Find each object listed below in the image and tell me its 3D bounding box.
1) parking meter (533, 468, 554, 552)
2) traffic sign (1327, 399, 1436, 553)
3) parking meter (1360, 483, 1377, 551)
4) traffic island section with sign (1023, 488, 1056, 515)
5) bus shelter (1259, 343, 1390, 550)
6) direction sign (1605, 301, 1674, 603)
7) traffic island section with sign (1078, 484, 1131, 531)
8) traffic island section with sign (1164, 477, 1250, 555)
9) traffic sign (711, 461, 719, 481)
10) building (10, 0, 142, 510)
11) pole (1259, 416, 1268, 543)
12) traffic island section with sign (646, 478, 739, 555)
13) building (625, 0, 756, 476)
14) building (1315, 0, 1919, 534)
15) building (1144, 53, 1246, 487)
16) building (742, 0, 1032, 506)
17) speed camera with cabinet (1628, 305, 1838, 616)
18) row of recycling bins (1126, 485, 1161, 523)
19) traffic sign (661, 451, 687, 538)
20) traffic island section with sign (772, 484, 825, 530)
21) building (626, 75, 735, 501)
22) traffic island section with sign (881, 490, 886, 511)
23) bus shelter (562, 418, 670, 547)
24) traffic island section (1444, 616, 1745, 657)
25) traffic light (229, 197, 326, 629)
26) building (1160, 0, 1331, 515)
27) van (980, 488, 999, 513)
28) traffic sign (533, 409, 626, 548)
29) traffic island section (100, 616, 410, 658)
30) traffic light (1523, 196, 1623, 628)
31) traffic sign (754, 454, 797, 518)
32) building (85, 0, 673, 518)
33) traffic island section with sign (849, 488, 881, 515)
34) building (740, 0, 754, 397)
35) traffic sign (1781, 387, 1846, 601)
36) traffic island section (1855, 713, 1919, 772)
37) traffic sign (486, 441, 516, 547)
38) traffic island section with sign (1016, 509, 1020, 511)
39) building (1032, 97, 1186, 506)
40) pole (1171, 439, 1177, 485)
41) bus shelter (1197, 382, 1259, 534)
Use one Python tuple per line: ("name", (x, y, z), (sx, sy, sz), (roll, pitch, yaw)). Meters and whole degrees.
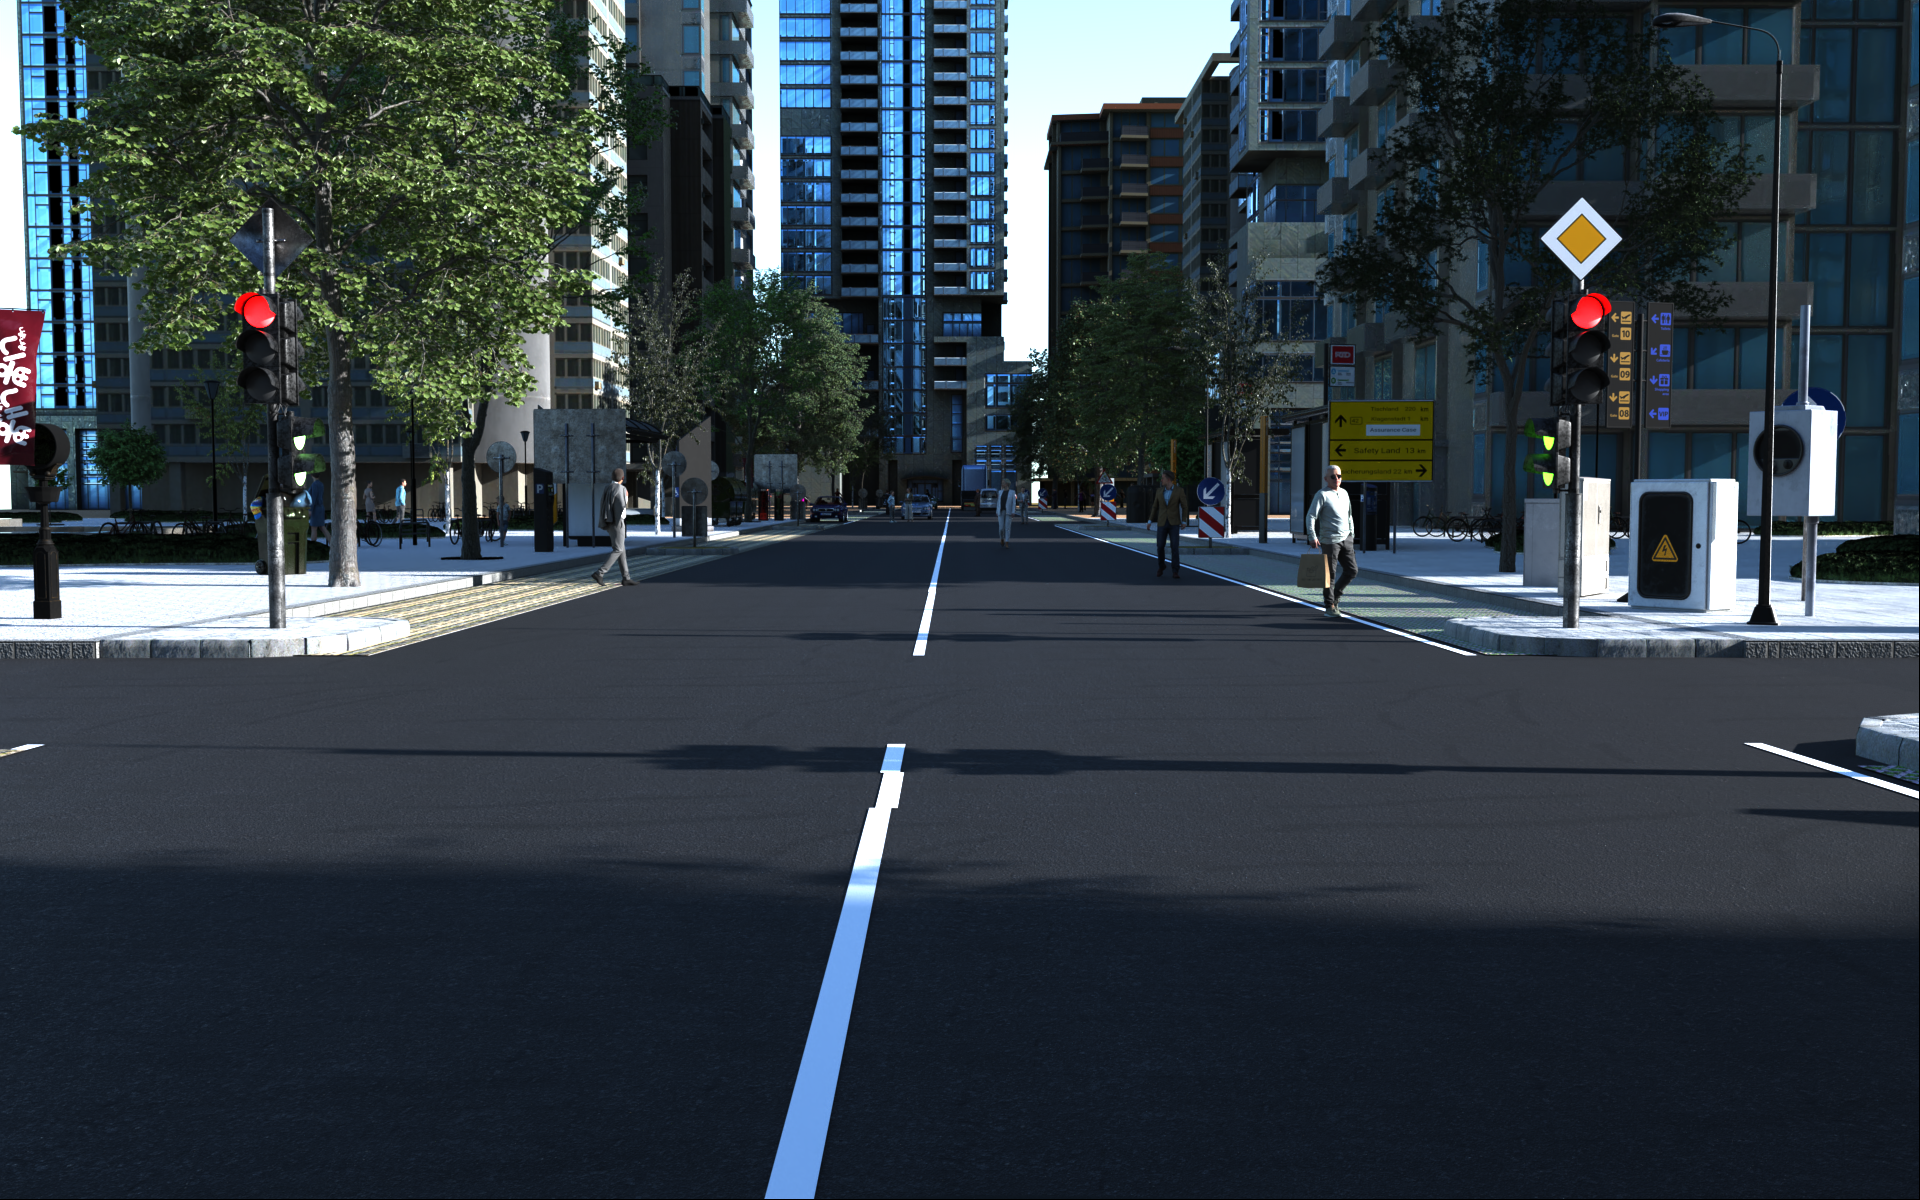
("parking meter", (-9.219, -1.998, 38.384), (0.399, 1.863, 0.255), (1, 4, 22))
("traffic sign", (9.059, -2.657, 37.318), (2.265, 3.308, 0.079), (0, 4, 5))
("parking meter", (9.258, -1.886, 39.247), (0.372, 1.533, 0.369), (0, 3, 0))
("traffic island section with sign", (5.505, -6.713, 118.393), (1.989, 1.847, 2.006), (0, 4, 0))
("bus shelter", (9.533, -4.055, 43.928), (2.179, 5.291, 8.768), (0, 4, 0))
("direction sign", (8.017, -1.743, 20.497), (0.876, 3.537, 0.379), (-1, 4, -15))
("traffic island section with sign", (5.687, -3.661, 68.484), (1.989, 1.847, 2.006), (0, 4, 0))
("traffic island section with sign", (5.799, -2.012, 41.529), (1.989, 1.847, 2.006), (0, 4, 0))
("traffic sign", (-9.582, -4.045, 66.245), (0.768, 2.556, 0.104), (0, 4, 7))
("building", (-63.911, -50.981, 146.202), (31.000, 86.520, 22.319), (0, 4, 0))
("pole", (7.918, -3.138, 45.142), (0.158, 3.312, 0.155), (0, 3, 0))
("traffic island section with sign", (-6.322, -1.992, 41.197), (1.989, 1.847, 2.006), (0, 4, 0))
("building", (-33.183, -32.270, 147.219), (30.456, 49.044, 23.786), (0, 4, 0))
("building", (27.416, -27.582, 70.572), (23.786, 49.044, 30.456), (0, 4, 0))
("building", (31.993, -27.870, 147.562), (32.217, 40.220, 23.993), (0, 4, 0))
("building", (-7.823, -53.831, 192.811), (31.000, 86.520, 22.319), (0, 4, 0))
("speed camera with cabinet", (8.297, -1.489, 18.676), (0.660, 3.252, 2.038), (-3, 4, -36))
("row of recycling bins", (8.395, -4.350, 78.238), (1.069, 1.692, 3.534), (2, 4, 23))
("traffic sign", (-8.433, -3.116, 51.054), (0.768, 2.556, 0.104), (0, 4, 7))
("traffic island section with sign", (-6.422, -3.697, 69.072), (1.989, 1.847, 2.006), (0, 4, 0))
("building", (-24.002, -21.490, 123.069), (14.160, 30.474, 14.107), (0, 4, 0))
("traffic island section with sign", (-6.720, -8.413, 146.184), (1.989, 1.847, 2.006), (0, 4, 0))
("bus shelter", (-8.962, -3.112, 44.799), (2.014, 3.302, 5.546), (0, 4, 0))
("traffic island section", (5.889, 0.345, 16.635), (2.009, 0.180, 2.903), (0, 4, 0))
("traffic light", (-6.512, -1.684, 16.458), (0.839, 4.253, 0.868), (0, 4, 0))
("building", (26.962, -49.276, 118.342), (22.319, 86.520, 31.000), (0, 4, 0))
("van", (2.208, -7.593, 131.161), (2.013, 2.044, 4.112), (0, 4, 1))
("traffic sign", (-9.075, -2.903, 41.339), (2.265, 3.308, 0.079), (0, 4, 6))
("traffic island section", (-6.553, 0.348, 16.593), (2.009, 0.180, 2.903), (0, 4, 0))
("traffic light", (5.849, -1.688, 16.521), (0.839, 4.253, 0.868), (0, 4, 0))
("traffic sign", (-9.385, -5.767, 88.166), (2.265, 3.308, 0.079), (1, 4, 9))
("building", (-33.196, -25.150, 103.091), (32.217, 40.220, 23.993), (0, 4, 0))
("traffic island section with sign", (-6.620, -6.761, 119.163), (1.989, 1.847, 2.006), (0, 4, 0))
("building", (-37.426, -39.800, 192.722), (28.212, 58.520, 21.231), (0, 4, 0))
("traffic sign", (10.148, -1.261, 20.724), (0.768, 2.556, 0.104), (1, 4, 9))
("traffic island section", (5.919, 0.834, 8.650), (2.009, 0.180, 2.903), (0, 4, 0))
("traffic sign", (-11.077, -2.551, 41.816), (0.768, 2.556, 0.104), (1, 4, 9))
("traffic island section with sign", (5.407, -8.396, 145.901), (1.989, 1.847, 2.006), (0, 4, 0))
("building", (22.531, -33.000, 194.173), (28.867, 44.769, 22.147), (0, 4, 0))
("pole", (7.930, -4.313, 64.365), (0.158, 3.312, 0.155), (0, 3, 0))
("bus shelter", (9.459, -5.007, 59.500), (2.179, 5.291, 8.768), (0, 3, 0))
